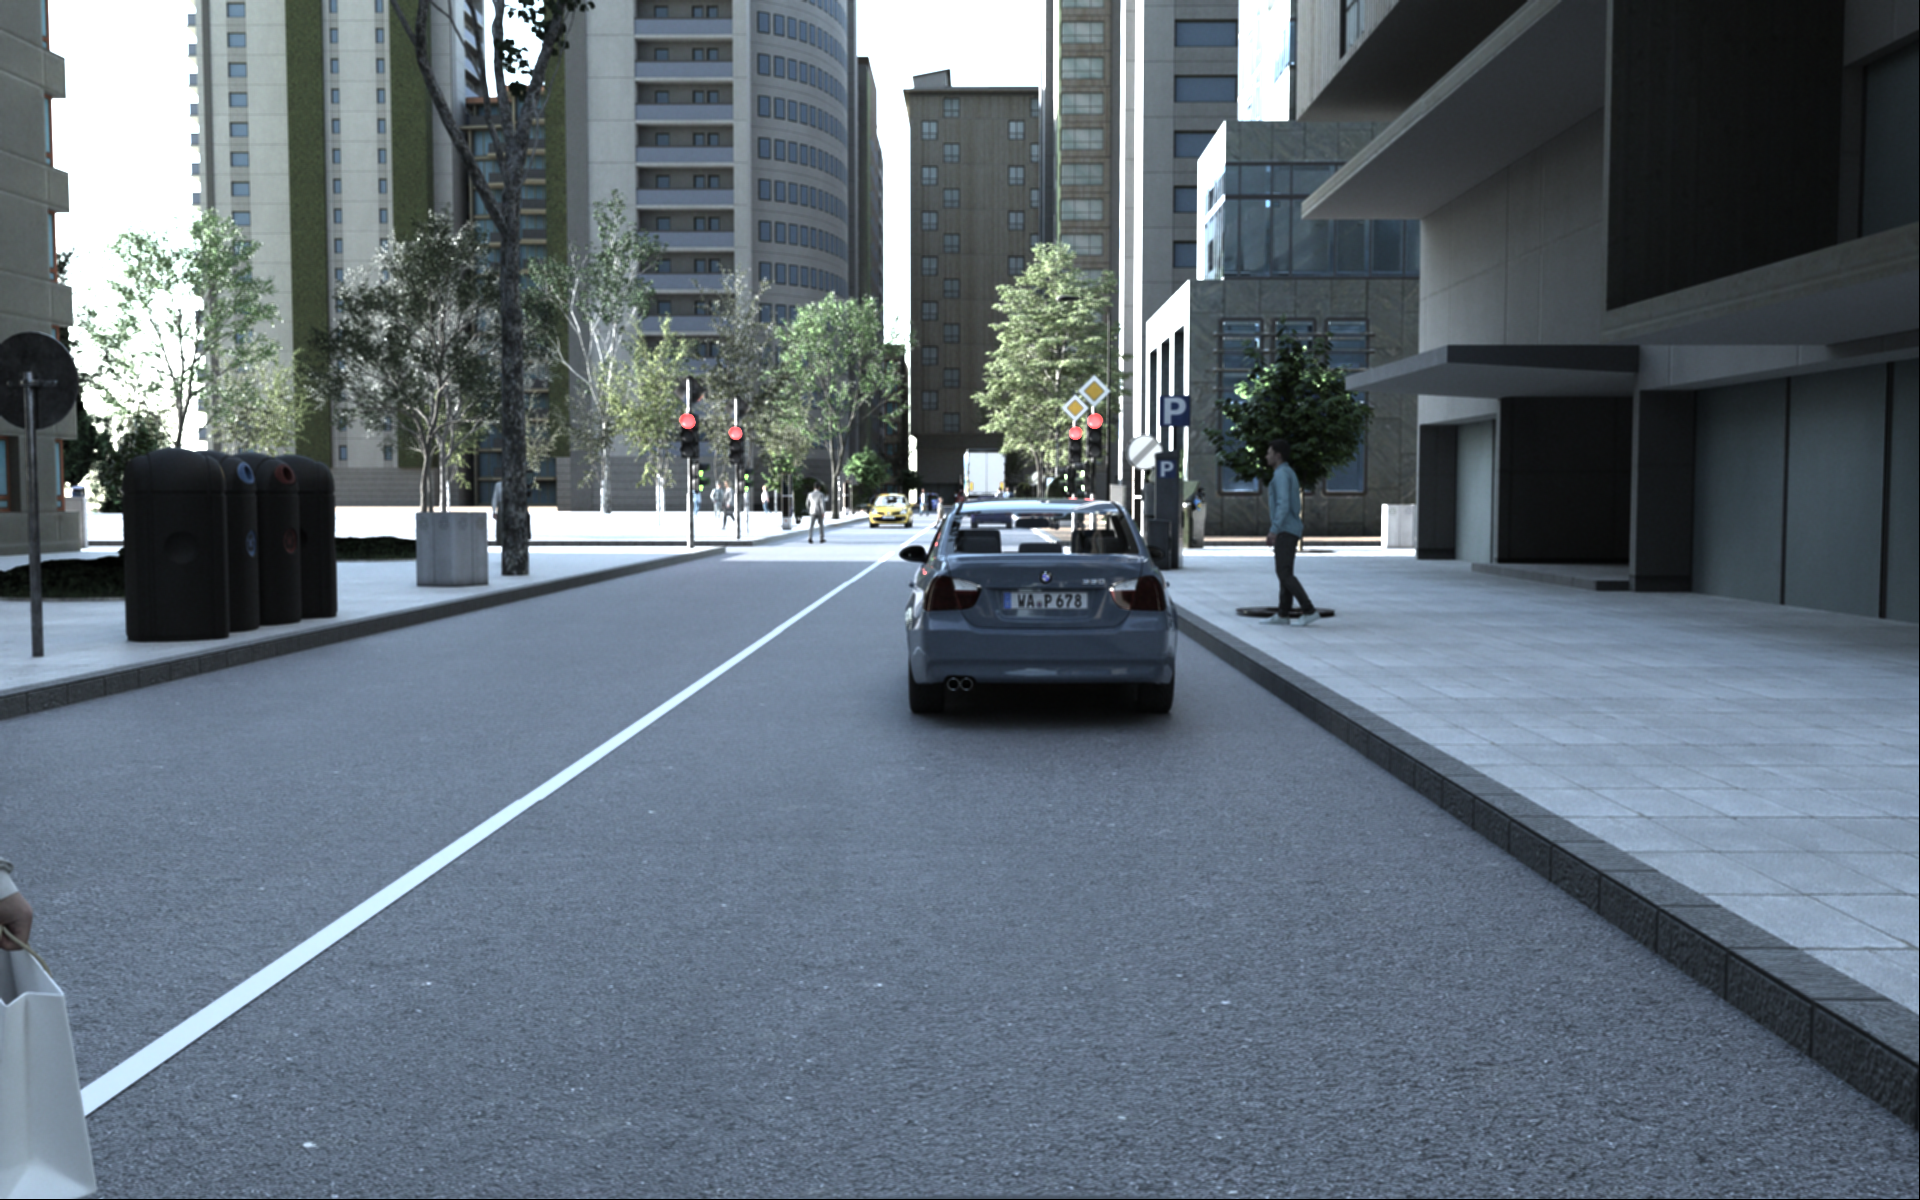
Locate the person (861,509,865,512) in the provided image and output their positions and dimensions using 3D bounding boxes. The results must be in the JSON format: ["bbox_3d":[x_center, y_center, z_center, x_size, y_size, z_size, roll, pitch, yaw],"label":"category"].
[{"bbox_3d":[-6.875,-6.847,122.667,0.332,1.250,0.352,-1,4,-10],"label":"person"}]

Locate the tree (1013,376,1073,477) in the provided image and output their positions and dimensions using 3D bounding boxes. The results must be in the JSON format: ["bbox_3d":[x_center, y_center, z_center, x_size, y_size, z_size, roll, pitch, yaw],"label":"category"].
[{"bbox_3d":[4.970,-9.233,101.328,4.360,8.622,3.978,0,3,0],"label":"tree"}]

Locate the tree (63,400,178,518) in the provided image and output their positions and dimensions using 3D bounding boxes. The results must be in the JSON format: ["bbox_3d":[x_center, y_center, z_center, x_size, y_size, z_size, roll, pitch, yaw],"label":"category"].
[{"bbox_3d":[-52.879,-7.944,92.798,20.602,7.101,11.467,-2,4,-26],"label":"tree"}]

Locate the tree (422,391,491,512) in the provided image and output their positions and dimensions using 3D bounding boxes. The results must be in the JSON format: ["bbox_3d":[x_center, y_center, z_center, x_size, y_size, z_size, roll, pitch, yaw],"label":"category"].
[{"bbox_3d":[-29.034,-9.080,98.828,4.737,8.622,4.395,0,3,0],"label":"tree"}]

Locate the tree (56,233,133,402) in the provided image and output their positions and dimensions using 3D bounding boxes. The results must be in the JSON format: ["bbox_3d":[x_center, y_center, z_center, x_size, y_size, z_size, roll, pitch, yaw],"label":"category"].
[{"bbox_3d":[-29.737,-7.278,53.406,8.767,10.594,7.601,0,4,6],"label":"tree"}]

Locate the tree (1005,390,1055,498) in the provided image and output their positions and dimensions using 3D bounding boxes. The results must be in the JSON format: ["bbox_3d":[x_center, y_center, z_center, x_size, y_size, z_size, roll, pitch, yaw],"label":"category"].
[{"bbox_3d":[5.199,-9.620,107.653,4.737,8.622,4.395,0,3,0],"label":"tree"}]

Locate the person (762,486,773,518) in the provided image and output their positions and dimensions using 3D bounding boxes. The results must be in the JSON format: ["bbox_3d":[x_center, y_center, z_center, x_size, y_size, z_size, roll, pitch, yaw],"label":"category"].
[{"bbox_3d":[-10.440,-5.345,94.099,0.598,1.740,0.731,0,4,-7],"label":"person"}]

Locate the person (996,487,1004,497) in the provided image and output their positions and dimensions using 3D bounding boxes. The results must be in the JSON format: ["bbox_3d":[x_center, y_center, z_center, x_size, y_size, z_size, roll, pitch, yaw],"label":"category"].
[{"bbox_3d":[2.157,-5.166,93.232,0.678,1.792,0.850,-1,4,-20],"label":"person"}]

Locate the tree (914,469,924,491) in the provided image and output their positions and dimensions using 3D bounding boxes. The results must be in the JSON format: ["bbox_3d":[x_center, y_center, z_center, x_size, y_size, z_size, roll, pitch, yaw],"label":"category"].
[{"bbox_3d":[-5.785,-12.936,195.223,4.285,4.588,4.351,0,3,0],"label":"tree"}]

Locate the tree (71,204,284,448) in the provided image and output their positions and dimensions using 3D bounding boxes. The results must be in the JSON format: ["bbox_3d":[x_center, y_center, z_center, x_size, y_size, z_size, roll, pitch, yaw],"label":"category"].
[{"bbox_3d":[-27.924,-8.320,61.789,9.928,11.665,9.643,0,3,0],"label":"tree"}]

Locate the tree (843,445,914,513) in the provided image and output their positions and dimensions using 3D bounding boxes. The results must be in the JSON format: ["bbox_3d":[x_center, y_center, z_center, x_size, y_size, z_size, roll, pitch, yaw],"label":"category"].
[{"bbox_3d":[-6.323,-8.090,115.992,4.285,4.588,4.351,0,3,0],"label":"tree"}]

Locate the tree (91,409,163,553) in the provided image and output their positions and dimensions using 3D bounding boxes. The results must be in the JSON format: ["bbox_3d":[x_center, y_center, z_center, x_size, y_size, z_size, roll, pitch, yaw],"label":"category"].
[{"bbox_3d":[-17.978,-2.668,38.221,1.663,3.219,1.824,0,3,0],"label":"tree"}]

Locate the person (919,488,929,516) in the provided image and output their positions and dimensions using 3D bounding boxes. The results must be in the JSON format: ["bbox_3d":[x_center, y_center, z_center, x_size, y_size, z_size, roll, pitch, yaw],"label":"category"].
[{"bbox_3d":[-2.299,-6.306,111.580,0.713,1.824,0.794,-2,4,-31],"label":"person"}]

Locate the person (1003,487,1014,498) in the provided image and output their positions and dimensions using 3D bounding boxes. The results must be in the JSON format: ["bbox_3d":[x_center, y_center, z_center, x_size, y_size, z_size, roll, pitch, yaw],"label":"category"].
[{"bbox_3d":[2.385,-4.821,87.499,0.721,1.800,0.419,1,4,18],"label":"person"}]

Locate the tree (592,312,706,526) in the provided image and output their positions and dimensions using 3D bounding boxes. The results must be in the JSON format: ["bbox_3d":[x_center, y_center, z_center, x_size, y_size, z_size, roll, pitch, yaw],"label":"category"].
[{"bbox_3d":[-12.321,-7.269,69.212,4.737,8.622,4.395,0,3,0],"label":"tree"}]

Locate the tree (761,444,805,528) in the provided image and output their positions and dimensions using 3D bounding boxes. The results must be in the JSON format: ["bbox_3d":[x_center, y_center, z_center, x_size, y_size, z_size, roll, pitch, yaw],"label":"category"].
[{"bbox_3d":[-6.878,-4.405,66.630,1.663,3.219,1.824,0,3,0],"label":"tree"}]

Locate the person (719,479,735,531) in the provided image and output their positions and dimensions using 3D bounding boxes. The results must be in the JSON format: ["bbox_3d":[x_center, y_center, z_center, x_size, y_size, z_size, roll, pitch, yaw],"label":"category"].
[{"bbox_3d":[-8.086,-3.339,60.813,0.728,1.800,0.709,-2,4,-29],"label":"person"}]

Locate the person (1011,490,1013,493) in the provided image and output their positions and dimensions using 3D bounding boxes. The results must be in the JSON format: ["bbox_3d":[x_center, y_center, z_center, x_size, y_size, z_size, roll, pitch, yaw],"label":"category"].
[{"bbox_3d":[5.524,-10.703,181.974,0.756,1.711,0.436,3,5,39],"label":"person"}]

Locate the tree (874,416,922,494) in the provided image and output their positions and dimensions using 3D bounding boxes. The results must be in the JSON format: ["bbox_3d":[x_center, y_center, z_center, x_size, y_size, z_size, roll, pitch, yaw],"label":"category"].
[{"bbox_3d":[-5.779,-12.979,162.575,4.360,8.622,3.978,0,3,0],"label":"tree"}]

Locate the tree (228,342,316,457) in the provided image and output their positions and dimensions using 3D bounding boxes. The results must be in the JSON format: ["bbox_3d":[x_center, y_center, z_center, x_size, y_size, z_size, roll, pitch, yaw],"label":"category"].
[{"bbox_3d":[-32.491,-8.068,82.270,4.737,8.622,4.395,0,3,0],"label":"tree"}]

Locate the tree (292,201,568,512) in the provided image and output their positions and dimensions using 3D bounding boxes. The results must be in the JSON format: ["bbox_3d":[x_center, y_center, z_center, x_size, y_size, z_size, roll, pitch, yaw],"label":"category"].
[{"bbox_3d":[-17.176,-7.410,55.559,7.601,10.594,8.767,3,5,40],"label":"tree"}]

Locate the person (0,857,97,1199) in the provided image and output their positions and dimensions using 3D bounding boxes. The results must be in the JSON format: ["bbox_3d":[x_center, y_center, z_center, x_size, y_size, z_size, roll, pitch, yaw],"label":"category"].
[{"bbox_3d":[-1.512,0.406,2.208,0.694,1.780,0.624,-2,4,-30],"label":"person"}]

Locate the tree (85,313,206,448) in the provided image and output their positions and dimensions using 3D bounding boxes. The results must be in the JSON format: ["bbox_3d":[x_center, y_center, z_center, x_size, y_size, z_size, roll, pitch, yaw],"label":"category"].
[{"bbox_3d":[-33.007,-7.301,69.735,4.360,8.622,3.978,0,3,0],"label":"tree"}]

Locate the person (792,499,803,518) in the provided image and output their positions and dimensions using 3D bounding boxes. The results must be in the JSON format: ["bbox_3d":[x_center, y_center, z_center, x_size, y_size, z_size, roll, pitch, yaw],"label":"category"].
[{"bbox_3d":[-8.773,-5.290,92.444,0.836,1.842,0.656,-1,4,-22],"label":"person"}]

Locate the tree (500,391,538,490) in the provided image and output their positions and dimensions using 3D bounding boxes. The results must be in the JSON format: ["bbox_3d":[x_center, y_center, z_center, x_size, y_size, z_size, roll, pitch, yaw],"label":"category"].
[{"bbox_3d":[-30.331,-10.469,121.534,4.360,8.622,3.978,0,3,0],"label":"tree"}]

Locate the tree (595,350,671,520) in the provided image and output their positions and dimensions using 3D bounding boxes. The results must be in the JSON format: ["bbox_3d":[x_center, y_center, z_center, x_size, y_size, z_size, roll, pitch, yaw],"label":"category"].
[{"bbox_3d":[-14.971,-8.295,85.988,4.360,8.622,3.978,0,3,0],"label":"tree"}]

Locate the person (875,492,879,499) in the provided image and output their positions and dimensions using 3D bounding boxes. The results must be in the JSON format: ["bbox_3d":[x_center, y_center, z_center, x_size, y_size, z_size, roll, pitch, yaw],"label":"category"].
[{"bbox_3d":[-7.803,-9.398,162.887,0.628,1.438,0.799,-3,4,-36],"label":"person"}]

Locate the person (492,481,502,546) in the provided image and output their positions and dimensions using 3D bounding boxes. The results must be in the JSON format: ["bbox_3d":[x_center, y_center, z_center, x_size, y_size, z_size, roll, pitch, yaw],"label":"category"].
[{"bbox_3d":[-8.332,-1.566,31.876,0.478,1.798,0.641,0,4,-1],"label":"person"}]

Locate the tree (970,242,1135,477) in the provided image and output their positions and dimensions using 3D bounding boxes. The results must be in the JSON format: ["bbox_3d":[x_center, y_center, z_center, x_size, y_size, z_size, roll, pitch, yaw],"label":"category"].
[{"bbox_3d":[4.318,-9.826,78.783,7.486,12.596,7.792,0,3,0],"label":"tree"}]

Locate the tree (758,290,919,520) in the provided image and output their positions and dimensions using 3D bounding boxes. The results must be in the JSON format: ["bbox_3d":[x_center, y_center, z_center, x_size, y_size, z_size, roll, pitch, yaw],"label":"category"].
[{"bbox_3d":[-6.176,-9.878,87.265,9.928,11.665,9.643,0,3,0],"label":"tree"}]

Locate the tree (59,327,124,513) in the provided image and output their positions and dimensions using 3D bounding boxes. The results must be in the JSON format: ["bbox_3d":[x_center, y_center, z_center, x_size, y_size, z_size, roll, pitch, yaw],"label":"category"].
[{"bbox_3d":[-58.763,-12.773,110.662,13.155,14.587,18.604,0,4,-2],"label":"tree"}]

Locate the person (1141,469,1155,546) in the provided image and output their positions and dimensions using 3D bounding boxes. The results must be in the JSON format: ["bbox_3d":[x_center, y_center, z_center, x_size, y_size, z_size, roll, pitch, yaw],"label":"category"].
[{"bbox_3d":[4.069,-1.841,36.329,0.537,1.800,0.526,2,4,33],"label":"person"}]

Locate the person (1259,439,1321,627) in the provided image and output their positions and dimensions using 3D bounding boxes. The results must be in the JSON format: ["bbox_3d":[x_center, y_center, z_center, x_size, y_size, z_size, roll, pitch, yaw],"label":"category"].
[{"bbox_3d":[3.227,-0.664,16.913,0.620,1.820,0.660,1,4,16],"label":"person"}]

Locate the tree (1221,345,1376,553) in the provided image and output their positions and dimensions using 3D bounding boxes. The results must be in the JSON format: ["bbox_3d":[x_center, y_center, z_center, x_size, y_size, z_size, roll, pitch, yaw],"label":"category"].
[{"bbox_3d":[7.460,-3.334,38.220,4.285,4.588,4.351,0,3,0],"label":"tree"}]

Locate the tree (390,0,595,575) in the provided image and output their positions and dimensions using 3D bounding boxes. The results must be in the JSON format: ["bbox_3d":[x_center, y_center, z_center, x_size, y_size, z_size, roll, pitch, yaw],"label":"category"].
[{"bbox_3d":[-8.541,-10.462,26.939,12.611,20.169,13.585,0,3,0],"label":"tree"}]

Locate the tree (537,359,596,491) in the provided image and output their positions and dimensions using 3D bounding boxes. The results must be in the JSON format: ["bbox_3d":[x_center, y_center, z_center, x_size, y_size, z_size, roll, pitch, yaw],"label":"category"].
[{"bbox_3d":[-19.175,-8.644,91.692,4.360,8.622,3.978,0,3,0],"label":"tree"}]

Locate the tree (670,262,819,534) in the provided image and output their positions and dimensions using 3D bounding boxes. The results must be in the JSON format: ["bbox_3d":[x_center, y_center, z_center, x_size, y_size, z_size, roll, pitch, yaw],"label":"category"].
[{"bbox_3d":[-6.724,-6.396,54.934,4.360,8.622,3.978,0,3,0],"label":"tree"}]

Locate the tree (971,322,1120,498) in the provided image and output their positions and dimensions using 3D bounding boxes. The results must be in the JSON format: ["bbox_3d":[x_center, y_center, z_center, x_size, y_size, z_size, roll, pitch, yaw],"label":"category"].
[{"bbox_3d":[4.289,-9.507,89.855,8.767,10.594,7.601,1,4,16],"label":"tree"}]

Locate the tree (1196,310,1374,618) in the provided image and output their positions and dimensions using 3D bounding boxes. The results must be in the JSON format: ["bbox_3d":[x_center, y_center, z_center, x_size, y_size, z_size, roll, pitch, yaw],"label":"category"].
[{"bbox_3d":[3.453,-1.459,18.450,1.663,3.219,1.824,0,3,0],"label":"tree"}]

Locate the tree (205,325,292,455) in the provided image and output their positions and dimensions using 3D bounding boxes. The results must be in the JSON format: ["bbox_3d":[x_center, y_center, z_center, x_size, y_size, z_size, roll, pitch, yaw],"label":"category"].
[{"bbox_3d":[-31.503,-7.671,75.779,4.360,8.622,3.978,0,3,0],"label":"tree"}]

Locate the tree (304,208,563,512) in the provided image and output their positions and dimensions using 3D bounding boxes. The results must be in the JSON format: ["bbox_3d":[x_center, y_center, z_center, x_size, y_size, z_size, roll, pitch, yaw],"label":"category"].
[{"bbox_3d":[-22.135,-10.012,74.065,12.009,13.543,11.850,0,3,0],"label":"tree"}]

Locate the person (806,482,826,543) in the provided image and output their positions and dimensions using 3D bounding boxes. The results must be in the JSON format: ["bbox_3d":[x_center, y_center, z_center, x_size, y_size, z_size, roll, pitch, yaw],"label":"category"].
[{"bbox_3d":[-4.199,-2.556,50.570,0.678,1.792,0.850,1,4,19],"label":"person"}]

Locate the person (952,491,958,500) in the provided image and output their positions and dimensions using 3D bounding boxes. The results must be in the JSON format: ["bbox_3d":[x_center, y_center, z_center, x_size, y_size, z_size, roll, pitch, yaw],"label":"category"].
[{"bbox_3d":[-0.533,-9.942,171.581,0.750,1.759,0.617,-1,4,-11],"label":"person"}]

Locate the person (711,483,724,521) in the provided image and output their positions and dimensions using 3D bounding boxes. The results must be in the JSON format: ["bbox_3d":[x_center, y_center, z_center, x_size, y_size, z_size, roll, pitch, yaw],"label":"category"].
[{"bbox_3d":[-11.485,-4.655,82.254,0.635,1.810,0.391,-3,5,-43],"label":"person"}]

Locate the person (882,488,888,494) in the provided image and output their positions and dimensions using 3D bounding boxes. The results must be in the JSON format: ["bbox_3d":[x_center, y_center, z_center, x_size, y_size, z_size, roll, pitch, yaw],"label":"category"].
[{"bbox_3d":[-6.042,-8.067,138.620,1.217,1.739,0.721,1,4,22],"label":"person"}]

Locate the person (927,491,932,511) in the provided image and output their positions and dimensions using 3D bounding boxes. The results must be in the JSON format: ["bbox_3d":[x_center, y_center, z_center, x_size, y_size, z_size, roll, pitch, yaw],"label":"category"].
[{"bbox_3d":[-2.619,-8.491,148.131,0.445,1.727,0.742,0,4,-4],"label":"person"}]

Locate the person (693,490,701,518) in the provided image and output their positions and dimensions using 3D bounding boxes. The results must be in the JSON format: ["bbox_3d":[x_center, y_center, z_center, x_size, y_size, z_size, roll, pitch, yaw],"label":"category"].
[{"bbox_3d":[-14.143,-5.302,92.998,0.793,1.790,0.793,-1,4,-13],"label":"person"}]

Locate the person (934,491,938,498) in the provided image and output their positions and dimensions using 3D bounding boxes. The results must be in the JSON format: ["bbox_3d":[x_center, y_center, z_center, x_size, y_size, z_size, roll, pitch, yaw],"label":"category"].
[{"bbox_3d":[-2.286,-9.381,162.823,0.436,1.711,0.756,2,4,30],"label":"person"}]

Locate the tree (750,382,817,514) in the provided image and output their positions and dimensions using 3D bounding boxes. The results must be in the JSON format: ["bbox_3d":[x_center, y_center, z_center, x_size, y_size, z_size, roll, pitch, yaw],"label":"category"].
[{"bbox_3d":[-11.640,-9.850,111.412,4.737,8.622,4.395,0,3,0],"label":"tree"}]

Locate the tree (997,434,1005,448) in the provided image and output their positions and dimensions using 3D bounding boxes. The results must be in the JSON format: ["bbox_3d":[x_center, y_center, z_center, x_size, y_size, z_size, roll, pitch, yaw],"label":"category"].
[{"bbox_3d":[5.574,-14.874,193.549,4.737,8.622,4.395,0,3,0],"label":"tree"}]

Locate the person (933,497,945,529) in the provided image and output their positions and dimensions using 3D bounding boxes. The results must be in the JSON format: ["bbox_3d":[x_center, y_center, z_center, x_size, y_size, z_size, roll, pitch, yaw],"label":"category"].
[{"bbox_3d":[-0.790,-3.520,70.324,0.640,1.303,0.475,-2,4,-26],"label":"person"}]
